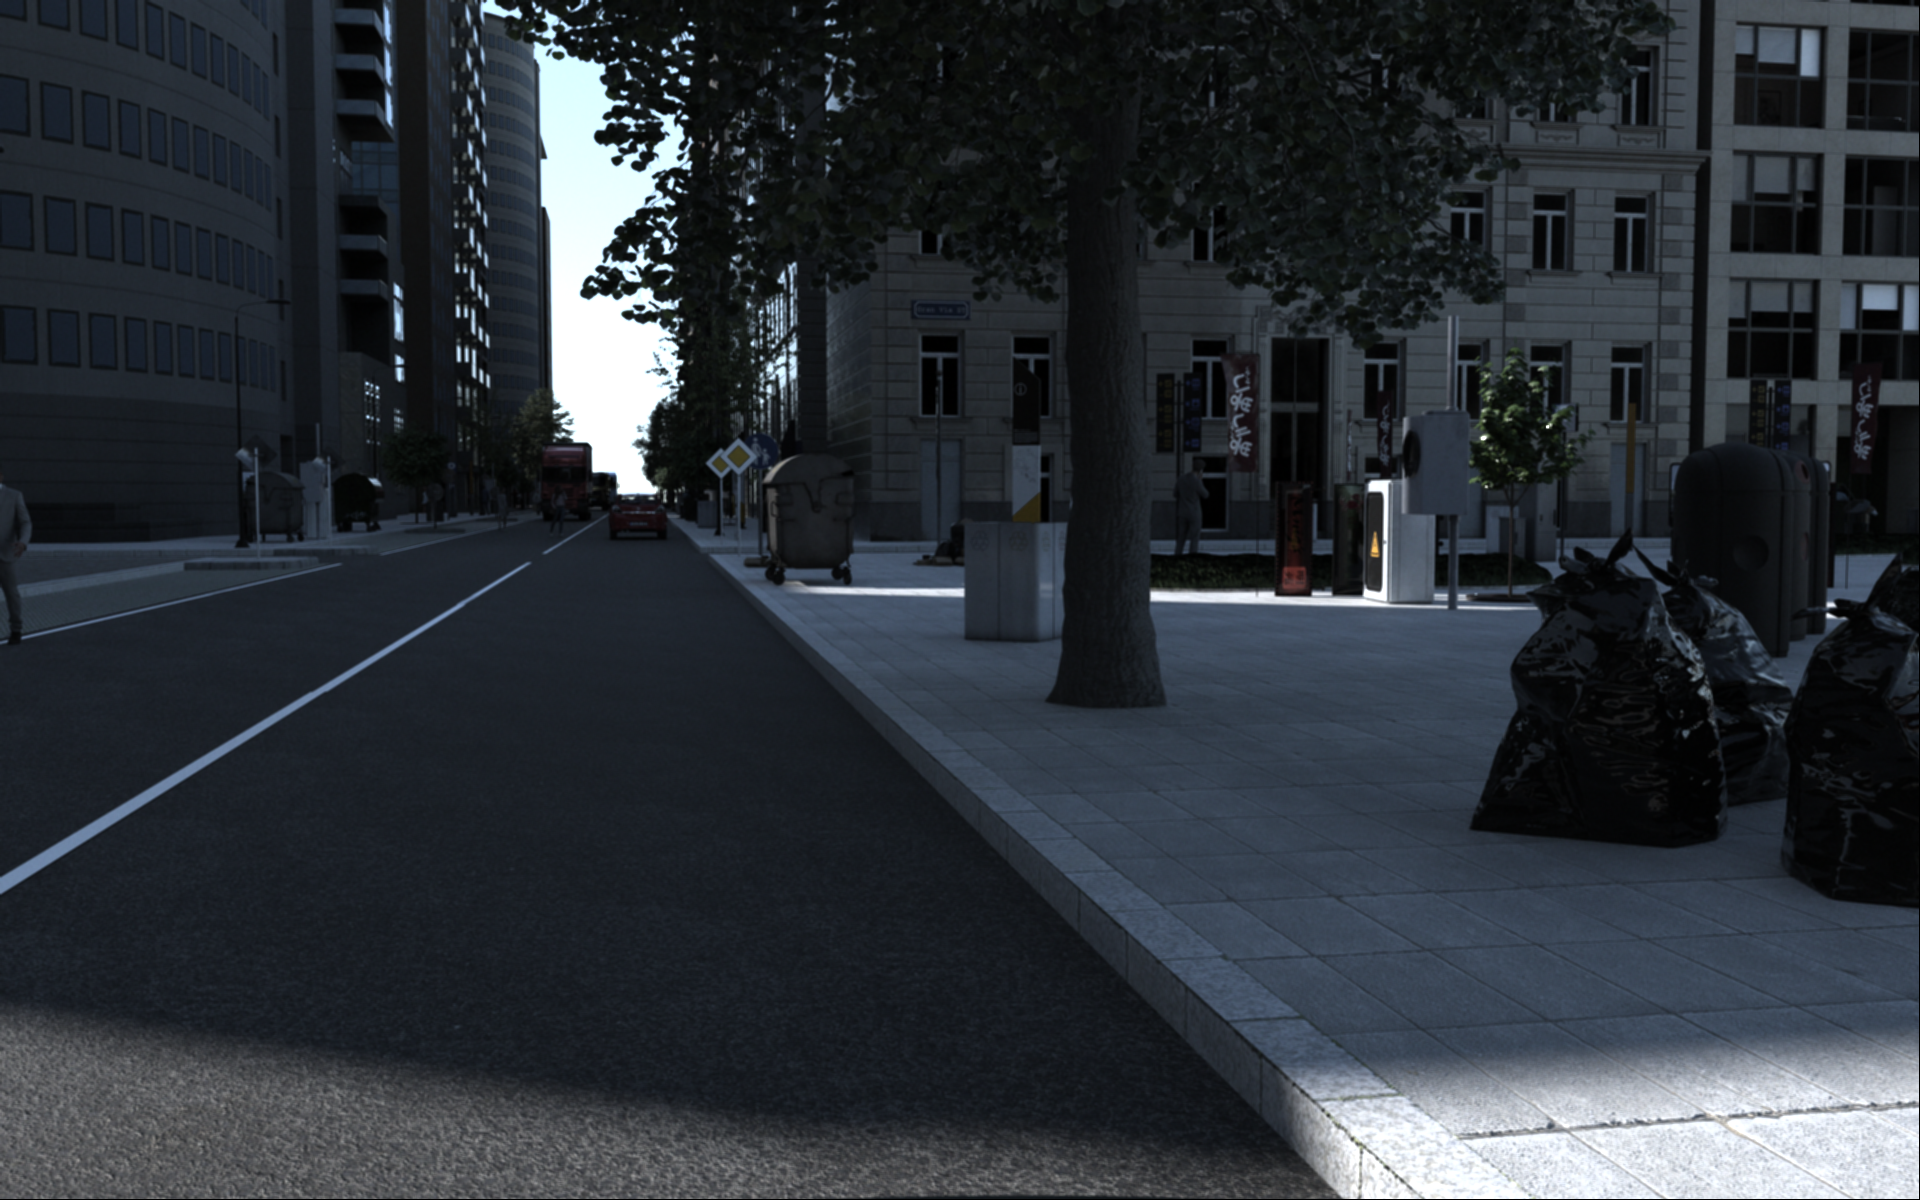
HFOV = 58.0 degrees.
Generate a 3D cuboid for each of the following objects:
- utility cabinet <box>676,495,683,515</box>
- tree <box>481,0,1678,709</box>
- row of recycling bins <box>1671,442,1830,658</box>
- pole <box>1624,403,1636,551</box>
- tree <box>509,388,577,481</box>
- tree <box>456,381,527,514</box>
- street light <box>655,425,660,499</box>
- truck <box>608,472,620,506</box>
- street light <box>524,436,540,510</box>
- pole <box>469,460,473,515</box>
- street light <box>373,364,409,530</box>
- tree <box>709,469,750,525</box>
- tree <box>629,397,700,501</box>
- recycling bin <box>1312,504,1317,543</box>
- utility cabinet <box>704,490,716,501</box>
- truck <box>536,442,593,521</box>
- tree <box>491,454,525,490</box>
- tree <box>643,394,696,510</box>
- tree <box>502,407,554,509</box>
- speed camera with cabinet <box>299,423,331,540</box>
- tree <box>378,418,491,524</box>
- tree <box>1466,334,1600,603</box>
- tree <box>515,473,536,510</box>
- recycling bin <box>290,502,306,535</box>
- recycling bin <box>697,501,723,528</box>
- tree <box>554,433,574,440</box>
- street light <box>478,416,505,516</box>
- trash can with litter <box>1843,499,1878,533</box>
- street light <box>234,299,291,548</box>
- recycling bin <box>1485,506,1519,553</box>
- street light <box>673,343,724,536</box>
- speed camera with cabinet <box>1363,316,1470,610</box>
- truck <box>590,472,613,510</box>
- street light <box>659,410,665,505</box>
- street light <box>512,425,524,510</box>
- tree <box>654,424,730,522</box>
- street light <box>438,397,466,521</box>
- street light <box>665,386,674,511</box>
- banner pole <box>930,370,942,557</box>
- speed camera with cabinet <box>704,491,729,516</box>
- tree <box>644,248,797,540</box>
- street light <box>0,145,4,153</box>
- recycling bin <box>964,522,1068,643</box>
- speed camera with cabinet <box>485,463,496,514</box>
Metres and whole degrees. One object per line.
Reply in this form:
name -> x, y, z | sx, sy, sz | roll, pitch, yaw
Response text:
utility cabinet -> -17.243, -5.898, 107.585 | 0.306, 1.237, 1.020 | 1, 4, 21
tree -> 0.873, -6.330, 10.156 | 9.857, 13.997, 8.962 | 0, 3, 0
row of recycling bins -> 6.840, -0.482, 14.995 | 1.069, 1.692, 3.534 | 2, 4, 32
pole -> 15.075, -2.760, 38.967 | 0.158, 3.312, 0.155 | 0, 3, 0
tree -> -44.763, -16.360, 185.607 | 7.486, 12.596, 7.792 | 0, 3, 0
tree -> -30.863, -9.990, 113.693 | 4.737, 8.622, 4.395 | 0, 3, 0
street light -> -19.519, -8.787, 116.205 | 1.470, 5.913, 1.316 | -1, 4, -10
truck -> -43.685, -13.717, 214.032 | 2.967, 4.110, 18.799 | -1, 4, -12
street light -> -34.408, -10.137, 138.282 | 1.470, 5.913, 1.316 | -1, 4, -10
pole -> -29.487, -6.767, 104.478 | 0.158, 3.312, 0.155 | 0, 3, 0
street light -> -20.402, -5.475, 62.051 | 1.470, 5.913, 1.316 | -1, 4, -10
tree -> -9.412, -4.711, 71.632 | 1.663, 3.219, 1.824 | 0, 3, 0
tree -> -33.787, -17.460, 202.474 | 9.611, 12.733, 9.660 | 0, 3, 0
recycling bin -> 9.111, -2.057, 46.191 | 0.722, 1.027, 0.722 | 0, 4, 4
utility cabinet -> -14.616, -5.610, 100.395 | 0.318, 1.500, 1.173 | -3, 5, -44
truck -> -21.646, -6.522, 95.543 | 2.839, 4.237, 11.283 | -1, 4, -11
tree -> -32.585, -8.478, 122.330 | 4.285, 4.588, 4.351 | 0, 3, 0
tree -> -20.893, -10.757, 126.247 | 4.360, 8.622, 3.978 | 0, 3, 0
tree -> -36.908, -12.075, 147.787 | 4.360, 8.622, 3.978 | 0, 3, 0
speed camera with cabinet -> -18.283, -3.349, 49.087 | 0.660, 3.252, 2.038 | -1, 4, -13
tree -> -23.596, -5.579, 74.929 | 4.285, 4.588, 4.351 | 0, 3, 0
tree -> 6.533, -1.601, 20.783 | 1.663, 3.219, 1.824 | 0, 3, 0
tree -> -36.217, -9.115, 143.634 | 1.663, 3.219, 1.824 | 0, 3, 0
recycling bin -> -20.933, -2.602, 55.092 | 0.722, 1.027, 0.722 | 1, 4, 18
recycling bin -> -9.462, -3.249, 65.668 | 0.722, 1.027, 0.722 | 2, 4, 33
tree -> -48.262, -15.821, 209.042 | 4.737, 8.622, 4.395 | 0, 3, 0
street light -> -28.100, -8.013, 103.552 | 1.470, 5.913, 1.316 | -1, 4, -10
trash can with litter -> 20.481, -1.728, 39.640 | 1.055, 1.170, 0.624 | -3, 5, -42
street light -> -16.616, -4.205, 41.289 | 1.470, 5.913, 1.316 | -1, 4, -10
recycling bin -> 11.527, -1.477, 36.711 | 0.722, 1.027, 0.722 | 1, 4, 16
street light -> -7.990, -4.942, 53.350 | 1.470, 5.913, 1.316 | -1, 4, -10
speed camera with cabinet -> 5.246, -1.570, 19.998 | 0.660, 3.252, 2.038 | 0, 4, -4
truck -> -32.800, -9.749, 155.321 | 3.469, 3.379, 9.791 | -1, 4, -10
street light -> -15.643, -7.517, 95.451 | 1.470, 5.913, 1.316 | -1, 4, -10
street light -> -30.494, -8.848, 117.204 | 1.470, 5.913, 1.316 | -1, 4, -10
tree -> -12.116, -5.948, 80.966 | 4.285, 4.588, 4.351 | 0, 3, 0
street light -> -24.310, -6.743, 82.791 | 1.470, 5.913, 1.316 | -1, 4, -10
street light -> -11.787, -6.230, 74.398 | 1.470, 5.913, 1.316 | -1, 4, -10
banner pole -> -0.445, -2.768, 35.272 | 0.401, 3.779, 0.863 | 0, 4, -6
speed camera with cabinet -> -14.193, -6.411, 99.155 | 2.038, 3.252, 0.660 | -2, 4, -24
tree -> -6.355, -5.973, 48.023 | 4.737, 8.622, 4.395 | 0, 3, 0
street light -> -13.334, -3.083, 22.953 | 1.470, 5.913, 1.316 | -1, 4, -10
recycling bin -> 0.502, -0.174, 15.393 | 0.722, 1.027, 0.722 | 2, 4, 26
speed camera with cabinet -> -29.746, -7.067, 109.884 | 0.660, 3.252, 2.038 | -1, 4, -11
